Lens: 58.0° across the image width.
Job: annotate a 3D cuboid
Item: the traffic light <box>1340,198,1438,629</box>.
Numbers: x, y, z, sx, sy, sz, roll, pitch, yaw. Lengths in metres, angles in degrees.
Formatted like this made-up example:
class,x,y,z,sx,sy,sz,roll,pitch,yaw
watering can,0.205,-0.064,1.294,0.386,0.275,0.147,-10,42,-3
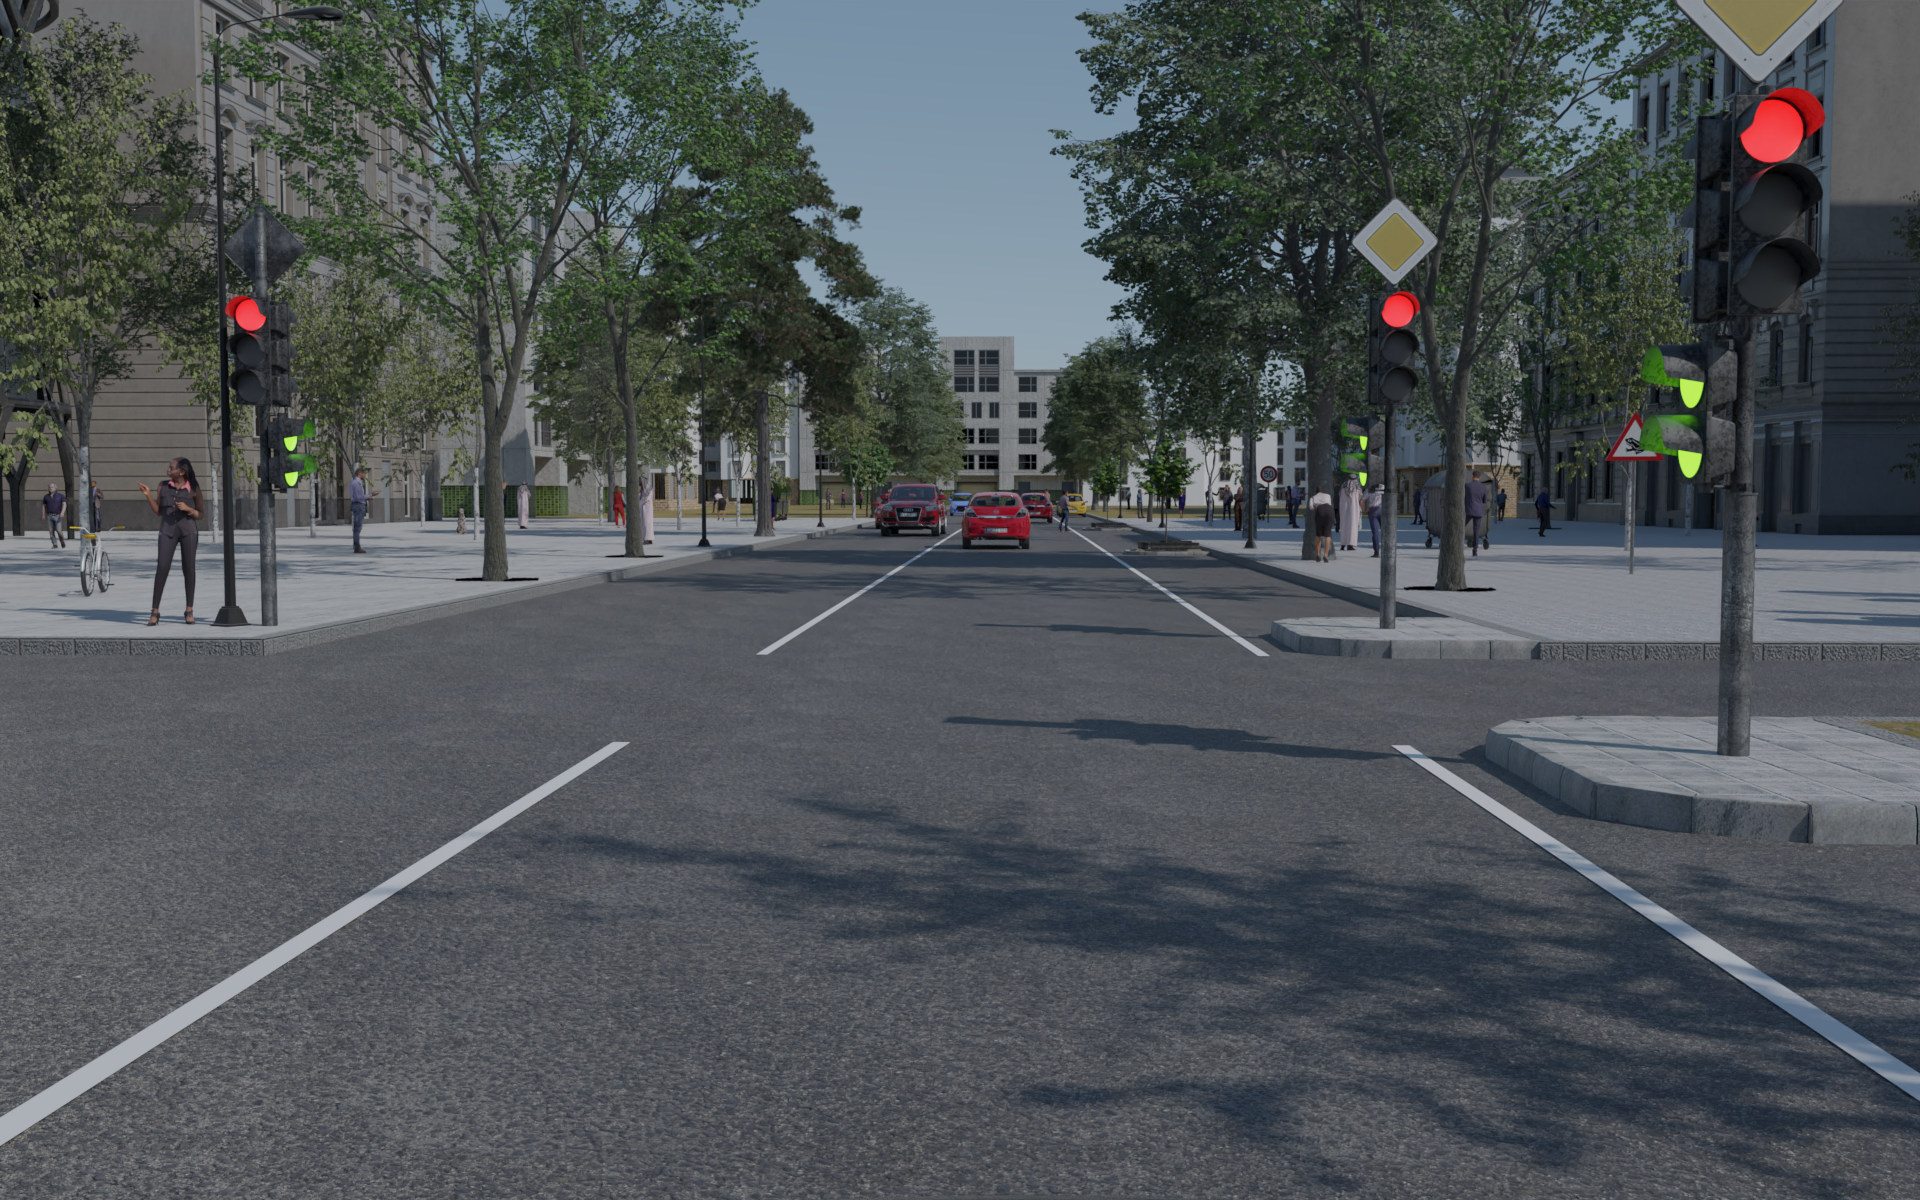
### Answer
class,x,y,z,sx,sy,sz,roll,pitch,yaw
traffic light,4.055,-1.661,16.396,0.839,4.213,0.868,0,4,2

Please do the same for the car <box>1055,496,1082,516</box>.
class,x,y,z,sx,sy,sz,roll,pitch,yaw
car,7.293,-6.286,115.359,1.945,1.354,3.894,0,4,3

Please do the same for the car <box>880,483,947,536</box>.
class,x,y,z,sx,sy,sz,roll,pitch,yaw
car,-1.577,-3.161,60.356,2.281,1.827,5.304,0,4,3

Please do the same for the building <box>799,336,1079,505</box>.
class,x,y,z,sx,sy,sz,roll,pitch,yaw
building,-2.080,-20.582,202.976,31.486,18.905,16.747,0,4,2

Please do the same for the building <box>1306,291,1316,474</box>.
class,x,y,z,sx,sy,sz,roll,pitch,yaw
building,36.854,-17.458,141.851,16.016,20.091,11.380,0,4,2

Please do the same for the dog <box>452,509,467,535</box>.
class,x,y,z,sx,sy,sz,roll,pitch,yaw
dog,-15.932,-2.485,55.006,0.513,0.831,0.800,2,4,26

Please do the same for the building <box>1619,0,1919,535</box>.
class,x,y,z,sx,sy,sz,roll,pitch,yaw
building,31.669,-13.018,61.990,9.793,20.994,18.267,0,4,2

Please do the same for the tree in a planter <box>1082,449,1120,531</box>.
class,x,y,z,sx,sy,sz,roll,pitch,yaw
tree in a planter,5.822,-4.341,68.197,1.991,3.239,1.994,0,4,2

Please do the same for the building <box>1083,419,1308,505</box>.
class,x,y,z,sx,sy,sz,roll,pitch,yaw
building,27.622,-15.691,198.702,28.070,9.664,9.099,0,4,2

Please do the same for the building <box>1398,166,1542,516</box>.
class,x,y,z,sx,sy,sz,roll,pitch,yaw
building,36.307,-15.231,105.438,16.016,20.091,11.380,0,4,2

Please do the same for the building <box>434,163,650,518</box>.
class,x,y,z,sx,sy,sz,roll,pitch,yaw
building,-31.167,-14.817,108.723,16.747,18.905,31.486,0,4,2

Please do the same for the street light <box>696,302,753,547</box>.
class,x,y,z,sx,sy,sz,roll,pitch,yaw
street light,-5.696,-4.250,42.021,1.470,5.913,1.316,0,4,2

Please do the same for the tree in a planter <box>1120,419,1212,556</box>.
class,x,y,z,sx,sy,sz,roll,pitch,yaw
tree in a planter,4.926,-2.693,41.257,1.991,3.239,1.994,0,4,2

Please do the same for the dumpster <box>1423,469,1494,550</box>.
class,x,y,z,sx,sy,sz,roll,pitch,yaw
dumpster,11.670,-2.128,40.548,1.264,1.857,1.865,0,4,2

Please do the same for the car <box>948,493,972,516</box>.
class,x,y,z,sx,sy,sz,roll,pitch,yaw
car,0.180,-6.357,113.529,1.945,1.707,3.694,0,3,0

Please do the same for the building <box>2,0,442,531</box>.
class,x,y,z,sx,sy,sz,roll,pitch,yaw
building,-31.066,-16.743,71.008,12.463,27.353,25.104,0,4,2

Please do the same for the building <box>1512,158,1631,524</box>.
class,x,y,z,sx,sy,sz,roll,pitch,yaw
building,33.520,-13.225,80.856,10.561,19.102,19.286,0,4,2

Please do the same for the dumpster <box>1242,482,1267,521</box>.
class,x,y,z,sx,sy,sz,roll,pitch,yaw
dumpster,14.258,-4.817,84.524,1.264,1.857,1.865,0,4,2

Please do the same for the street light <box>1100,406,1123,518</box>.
class,x,y,z,sx,sy,sz,roll,pitch,yaw
street light,7.945,-7.273,91.453,1.470,5.913,1.316,0,4,2

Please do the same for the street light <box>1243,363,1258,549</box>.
class,x,y,z,sx,sy,sz,roll,pitch,yaw
street light,6.308,-4.167,40.671,1.470,5.913,1.316,0,4,2

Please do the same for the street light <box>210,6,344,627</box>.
class,x,y,z,sx,sy,sz,roll,pitch,yaw
street light,-6.560,-2.698,16.661,1.470,5.913,1.316,0,4,2

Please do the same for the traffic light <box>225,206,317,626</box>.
class,x,y,z,sx,sy,sz,roll,pitch,yaw
traffic light,-6.700,-1.681,16.737,0.839,4.213,0.868,0,4,2

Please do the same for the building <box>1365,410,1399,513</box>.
class,x,y,z,sx,sy,sz,roll,pitch,yaw
building,36.956,-15.951,117.218,16.016,20.091,11.380,0,4,2

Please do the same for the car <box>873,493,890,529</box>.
class,x,y,z,sx,sy,sz,roll,pitch,yaw
car,-2.516,-3.846,71.918,2.155,1.783,4.494,0,4,2

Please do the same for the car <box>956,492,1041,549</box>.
class,x,y,z,sx,sy,sz,roll,pitch,yaw
car,0.956,-2.293,46.534,2.155,1.783,4.494,0,4,1

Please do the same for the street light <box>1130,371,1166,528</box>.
class,x,y,z,sx,sy,sz,roll,pitch,yaw
street light,7.142,-5.693,65.619,1.470,5.913,1.316,0,4,2

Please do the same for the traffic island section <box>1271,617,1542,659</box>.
class,x,y,z,sx,sy,sz,roll,pitch,yaw
traffic island section,4.095,0.353,16.507,2.009,0.180,2.903,0,4,2

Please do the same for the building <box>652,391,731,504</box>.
class,x,y,z,sx,sy,sz,roll,pitch,yaw
building,-45.313,-22.386,209.991,32.646,21.610,27.936,0,4,2

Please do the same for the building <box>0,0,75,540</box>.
class,x,y,z,sx,sy,sz,roll,pitch,yaw
building,-33.029,-10.835,44.603,16.820,18.784,16.811,0,4,2

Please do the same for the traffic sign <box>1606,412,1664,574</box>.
class,x,y,z,sx,sy,sz,roll,pitch,yaw
traffic sign,10.732,-1.688,27.610,0.884,2.594,0.081,0,4,7

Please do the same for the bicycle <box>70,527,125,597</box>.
class,x,y,z,sx,sy,sz,roll,pitch,yaw
bicycle,-11.026,-0.541,22.063,0.635,0.972,1.543,-1,4,-15

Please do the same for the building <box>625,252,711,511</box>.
class,x,y,z,sx,sy,sz,roll,pitch,yaw
building,-27.823,-17.478,142.192,11.380,20.091,16.016,0,4,2

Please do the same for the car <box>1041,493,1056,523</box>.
class,x,y,z,sx,sy,sz,roll,pitch,yaw
car,3.697,-4.724,86.284,2.155,1.783,4.494,0,4,2

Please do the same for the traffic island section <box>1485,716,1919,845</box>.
class,x,y,z,sx,sy,sz,roll,pitch,yaw
traffic island section,3.829,0.841,8.526,2.009,0.180,2.903,0,4,2

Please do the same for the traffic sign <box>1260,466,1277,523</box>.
class,x,y,z,sx,sy,sz,roll,pitch,yaw
traffic sign,13.789,-4.729,77.425,0.768,2.556,0.104,0,4,7

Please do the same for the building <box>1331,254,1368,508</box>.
class,x,y,z,sx,sy,sz,roll,pitch,yaw
building,37.101,-16.713,129.674,16.016,20.091,11.380,0,4,2

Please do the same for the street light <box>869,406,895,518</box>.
class,x,y,z,sx,sy,sz,roll,pitch,yaw
street light,-4.117,-7.294,91.805,1.470,5.913,1.316,0,4,2

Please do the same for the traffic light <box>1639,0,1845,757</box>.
class,x,y,z,sx,sy,sz,roll,pitch,yaw
traffic light,3.789,-1.172,8.415,0.839,4.213,0.868,0,4,2

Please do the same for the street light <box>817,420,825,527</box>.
class,x,y,z,sx,sy,sz,roll,pitch,yaw
street light,-4.856,-5.773,66.931,1.470,5.913,1.316,0,4,2

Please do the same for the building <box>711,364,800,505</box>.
class,x,y,z,sx,sy,sz,roll,pitch,yaw
building,-23.510,-21.220,203.373,11.380,20.091,16.016,0,4,2

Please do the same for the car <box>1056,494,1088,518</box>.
class,x,y,z,sx,sy,sz,roll,pitch,yaw
car,6.939,-5.932,107.204,2.015,1.641,3.980,0,4,3

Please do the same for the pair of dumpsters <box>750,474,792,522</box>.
class,x,y,z,sx,sy,sz,roll,pitch,yaw
pair of dumpsters,-9.022,-4.898,82.578,1.574,2.255,4.436,0,4,2
